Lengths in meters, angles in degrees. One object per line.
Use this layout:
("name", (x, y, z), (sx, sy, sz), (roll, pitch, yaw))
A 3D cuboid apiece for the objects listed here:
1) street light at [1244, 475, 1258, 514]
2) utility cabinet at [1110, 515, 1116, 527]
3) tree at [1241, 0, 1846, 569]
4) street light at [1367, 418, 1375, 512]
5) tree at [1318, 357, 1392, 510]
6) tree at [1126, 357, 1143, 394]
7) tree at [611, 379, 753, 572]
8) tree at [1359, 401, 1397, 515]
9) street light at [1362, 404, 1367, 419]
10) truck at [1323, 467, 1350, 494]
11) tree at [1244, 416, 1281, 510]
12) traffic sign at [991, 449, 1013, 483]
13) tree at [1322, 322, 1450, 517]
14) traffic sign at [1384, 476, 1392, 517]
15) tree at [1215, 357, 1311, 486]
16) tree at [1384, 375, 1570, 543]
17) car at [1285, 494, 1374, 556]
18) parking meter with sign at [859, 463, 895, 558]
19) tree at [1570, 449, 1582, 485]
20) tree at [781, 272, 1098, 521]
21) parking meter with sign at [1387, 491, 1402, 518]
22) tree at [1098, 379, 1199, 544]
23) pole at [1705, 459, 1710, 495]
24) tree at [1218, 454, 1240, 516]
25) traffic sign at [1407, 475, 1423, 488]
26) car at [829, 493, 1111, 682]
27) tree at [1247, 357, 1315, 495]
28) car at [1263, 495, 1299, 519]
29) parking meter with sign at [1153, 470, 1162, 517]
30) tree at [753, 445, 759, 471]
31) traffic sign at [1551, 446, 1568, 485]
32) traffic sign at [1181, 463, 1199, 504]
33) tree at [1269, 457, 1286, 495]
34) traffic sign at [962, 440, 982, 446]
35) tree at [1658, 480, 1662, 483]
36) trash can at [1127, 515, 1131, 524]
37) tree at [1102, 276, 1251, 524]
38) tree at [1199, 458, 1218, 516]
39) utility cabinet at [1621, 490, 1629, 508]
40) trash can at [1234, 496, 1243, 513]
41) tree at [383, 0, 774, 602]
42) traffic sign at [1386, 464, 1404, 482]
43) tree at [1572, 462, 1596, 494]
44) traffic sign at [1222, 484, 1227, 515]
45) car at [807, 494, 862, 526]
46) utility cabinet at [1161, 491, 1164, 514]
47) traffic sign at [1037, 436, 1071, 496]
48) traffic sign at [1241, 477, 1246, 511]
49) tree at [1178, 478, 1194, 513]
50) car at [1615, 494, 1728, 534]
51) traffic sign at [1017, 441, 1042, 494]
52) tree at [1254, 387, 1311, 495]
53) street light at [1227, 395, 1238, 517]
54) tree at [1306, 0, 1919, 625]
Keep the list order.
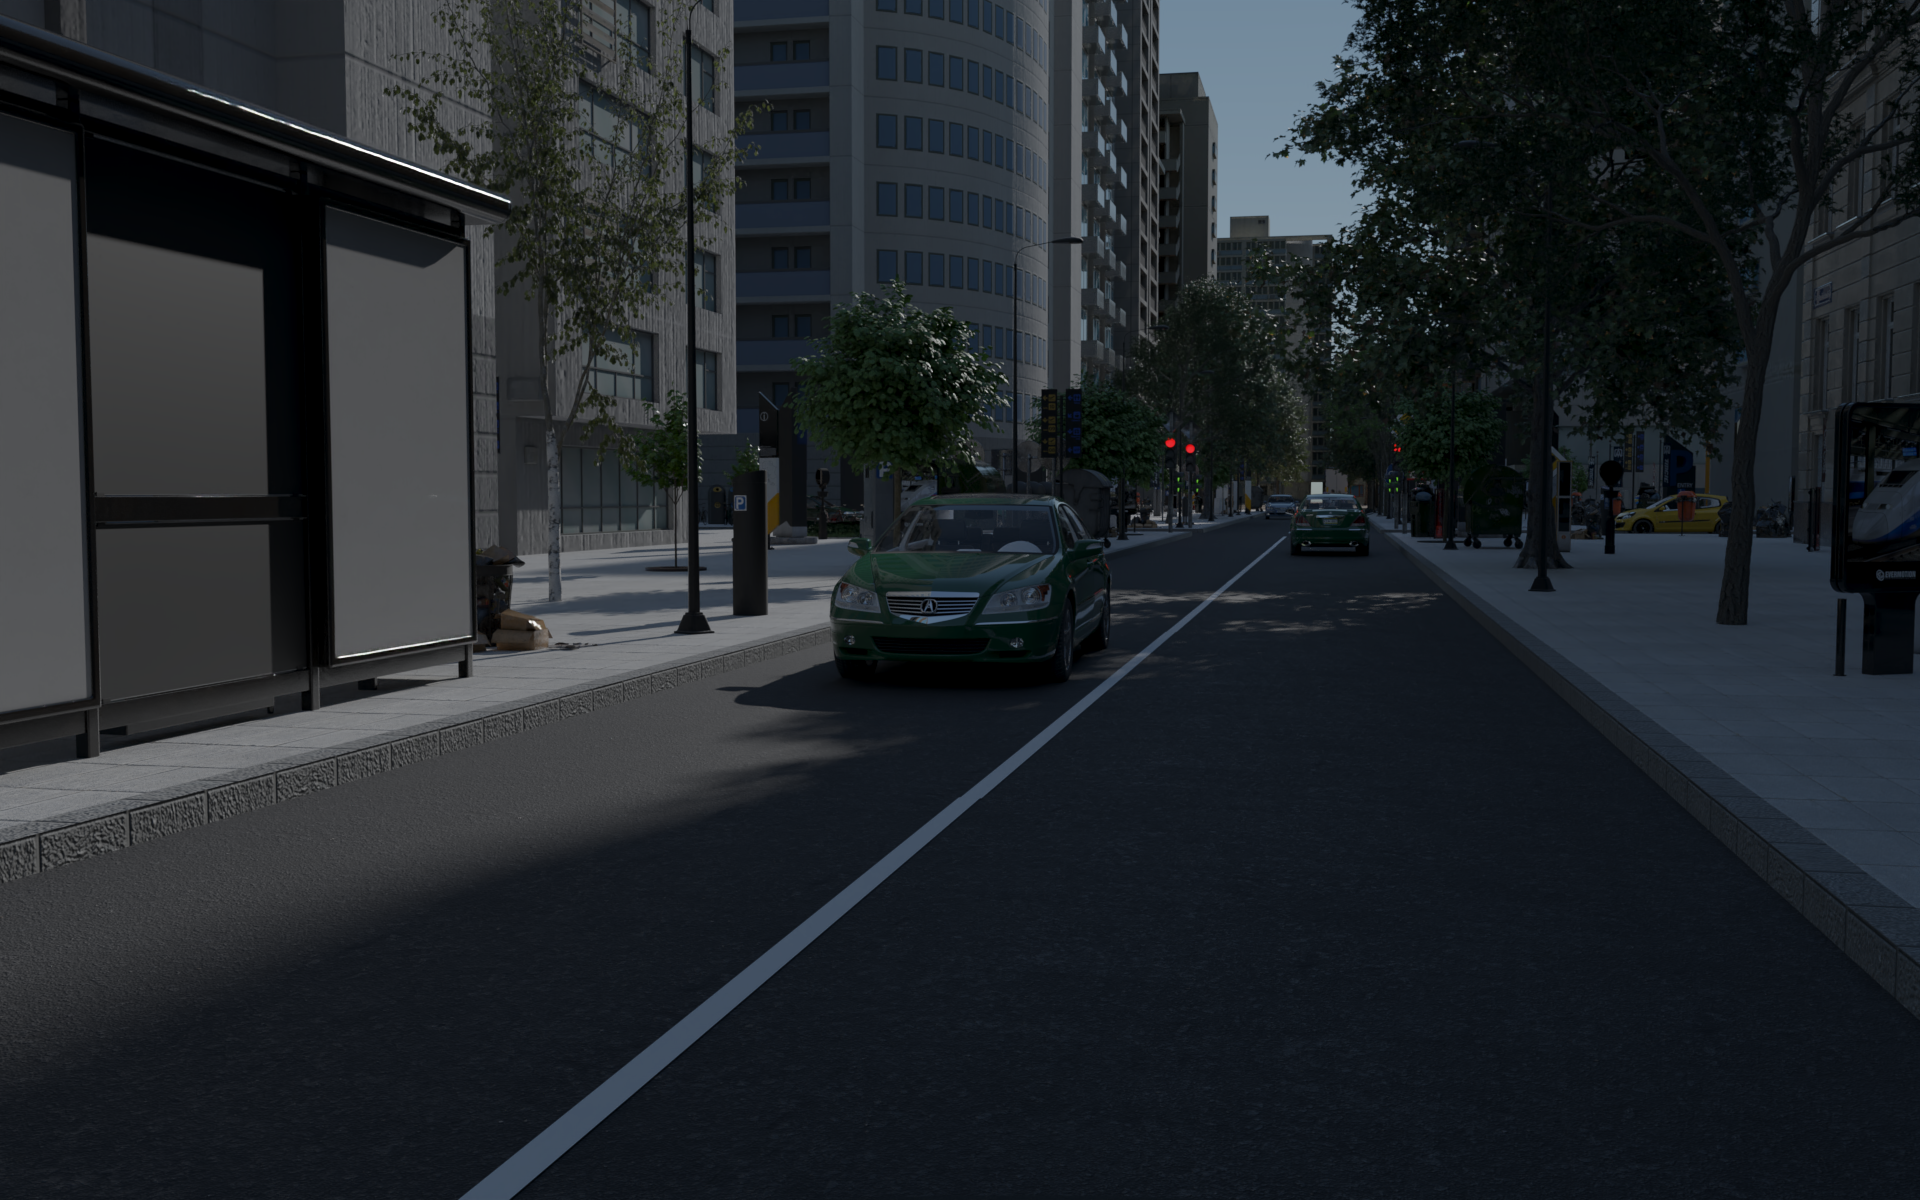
("street light", (15.752, -7.619, 97.110), (1.470, 5.913, 1.316), (1, 4, 12))
("utility cabinet", (5.610, -3.419, 67.058), (1.020, 1.237, 0.306), (1, 4, 15))
("tree", (9.994, -6.887, 29.608), (9.611, 12.733, 9.660), (0, 3, 0))
("street light", (17.930, -6.130, 72.759), (1.470, 5.913, 1.316), (1, 4, 12))
("tree", (33.949, -14.424, 142.480), (9.857, 13.997, 8.962), (0, 3, 0))
("tree", (12.726, -10.535, 89.249), (9.611, 12.733, 9.660), (0, 3, 0))
("tree", (-4.743, -2.112, 29.135), (1.663, 3.219, 1.824), (0, 3, 0))
("tree", (26.664, -9.620, 107.644), (4.360, 8.622, 3.978), (0, 3, 0))
("street light", (21.444, -7.100, 88.620), (1.470, 5.913, 1.316), (1, 4, 12))
("truck", (40.268, -12.010, 185.284), (2.839, 4.237, 11.283), (1, 4, 12))
("tree", (23.685, -11.506, 138.492), (4.737, 8.622, 4.395), (0, 3, 0))
("traffic sign", (0.981, -2.260, 39.073), (0.606, 2.300, 0.079), (1, 4, 20))
("tree", (24.365, -10.606, 99.166), (9.928, 11.665, 9.643), (0, 3, 0))
("traffic sign", (22.929, -5.622, 92.022), (0.768, 2.556, 0.104), (1, 4, 17))
("tree", (27.082, -15.358, 157.751), (9.857, 13.997, 8.962), (0, 3, 0))
("tree", (12.815, -3.801, 45.867), (4.285, 4.588, 4.351), (0, 3, 0))
("car", (8.915, -1.835, 41.804), (2.131, 1.459, 4.920), (1, 4, 11))
("parking meter with sign", (-1.382, -2.083, 30.312), (0.543, 3.016, 1.738), (-1, 4, -19))
("tree", (34.159, -7.118, 100.101), (4.285, 4.588, 4.351), (0, 3, 0))
("tree", (-0.906, -2.564, 25.638), (4.285, 4.588, 4.351), (0, 3, 0))
("parking meter with sign", (23.733, -5.941, 93.397), (1.738, 3.016, 0.543), (-3, 5, -41))
("tree", (3.294, -3.759, 45.175), (4.285, 4.588, 4.351), (0, 3, 0))
("pole", (29.273, -4.526, 67.849), (0.158, 3.312, 0.155), (0, 3, 0))
("tree", (14.702, -7.170, 100.945), (4.285, 4.588, 4.351), (0, 3, 0))
("traffic sign", (17.270, -4.008, 65.539), (0.884, 2.594, 0.081), (1, 4, 16))
("car", (0.226, -0.187, 14.853), (2.131, 1.459, 4.920), (1, 4, 11))
("tree", (38.679, -21.987, 215.375), (12.611, 20.169, 13.585), (0, 3, 0))
("car", (18.445, -5.357, 99.592), (2.014, 1.417, 4.499), (1, 4, 10))
("parking meter with sign", (11.356, -6.310, 99.423), (0.543, 3.016, 1.738), (1, 4, 10))
("tree", (-7.308, -3.932, 58.891), (1.663, 3.219, 1.824), (0, 3, 0))
("traffic sign", (14.151, -2.463, 41.460), (0.795, 2.450, 0.064), (1, 4, 20))
("traffic sign", (9.151, -4.222, 69.131), (0.768, 2.556, 0.104), (1, 4, 17))
("tree", (36.878, -15.369, 201.642), (4.360, 8.622, 3.978), (0, 3, 0))
("traffic sign", (0.194, -2.435, 39.912), (0.768, 2.556, 0.104), (1, 4, 16))
("tree", (43.566, -6.759, 105.114), (1.663, 3.219, 1.824), (0, 3, 0))
("trash can", (6.680, -3.614, 70.737), (0.748, 1.137, 0.748), (0, 3, 0))
("tree", (9.270, -8.560, 74.364), (7.601, 10.594, 8.767), (3, 5, 42))
("tree", (5.104, -4.304, 54.084), (4.285, 4.588, 4.351), (0, 3, 0))
("utility cabinet", (39.344, -5.742, 102.559), (0.318, 1.500, 1.173), (1, 4, 12))
("trash can", (18.892, -6.507, 118.039), (0.748, 1.137, 0.748), (0, 3, 0))
("tree", (-4.611, -4.287, 20.453), (4.360, 8.622, 3.978), (0, 3, 0))
("traffic sign", (17.703, -4.296, 70.353), (0.768, 2.556, 0.104), (1, 4, 15))
("tree", (37.445, -6.739, 104.776), (1.663, 3.219, 1.824), (0, 3, 0))
("traffic sign", (15.794, -6.356, 104.033), (0.768, 2.556, 0.104), (1, 4, 22))
("car", (-5.661, -3.362, 64.757), (4.222, 1.686, 2.009), (1, 4, 11))
("utility cabinet", (12.437, -6.057, 107.715), (0.318, 1.500, 1.173), (1, 4, 16))
("traffic sign", (2.056, -2.316, 37.970), (0.768, 2.556, 0.104), (1, 4, 18))
("traffic sign", (21.055, -7.805, 127.713), (0.768, 2.556, 0.104), (1, 4, 19))
("tree", (15.491, -7.617, 119.134), (1.663, 3.219, 1.824), (0, 3, 0))
("car", (24.198, -2.951, 58.471), (3.980, 1.641, 2.015), (1, 4, 13))
("traffic sign", (1.630, -2.519, 41.298), (0.768, 2.556, 0.104), (1, 4, 20))
("tree", (33.130, -16.171, 182.519), (7.486, 12.596, 7.792), (0, 3, 0))
("street light", (12.351, -6.647, 81.223), (1.470, 5.913, 1.316), (1, 4, 12))
("tree", (7.506, -5.016, 16.421), (8.767, 10.594, 7.601), (1, 4, 13))
